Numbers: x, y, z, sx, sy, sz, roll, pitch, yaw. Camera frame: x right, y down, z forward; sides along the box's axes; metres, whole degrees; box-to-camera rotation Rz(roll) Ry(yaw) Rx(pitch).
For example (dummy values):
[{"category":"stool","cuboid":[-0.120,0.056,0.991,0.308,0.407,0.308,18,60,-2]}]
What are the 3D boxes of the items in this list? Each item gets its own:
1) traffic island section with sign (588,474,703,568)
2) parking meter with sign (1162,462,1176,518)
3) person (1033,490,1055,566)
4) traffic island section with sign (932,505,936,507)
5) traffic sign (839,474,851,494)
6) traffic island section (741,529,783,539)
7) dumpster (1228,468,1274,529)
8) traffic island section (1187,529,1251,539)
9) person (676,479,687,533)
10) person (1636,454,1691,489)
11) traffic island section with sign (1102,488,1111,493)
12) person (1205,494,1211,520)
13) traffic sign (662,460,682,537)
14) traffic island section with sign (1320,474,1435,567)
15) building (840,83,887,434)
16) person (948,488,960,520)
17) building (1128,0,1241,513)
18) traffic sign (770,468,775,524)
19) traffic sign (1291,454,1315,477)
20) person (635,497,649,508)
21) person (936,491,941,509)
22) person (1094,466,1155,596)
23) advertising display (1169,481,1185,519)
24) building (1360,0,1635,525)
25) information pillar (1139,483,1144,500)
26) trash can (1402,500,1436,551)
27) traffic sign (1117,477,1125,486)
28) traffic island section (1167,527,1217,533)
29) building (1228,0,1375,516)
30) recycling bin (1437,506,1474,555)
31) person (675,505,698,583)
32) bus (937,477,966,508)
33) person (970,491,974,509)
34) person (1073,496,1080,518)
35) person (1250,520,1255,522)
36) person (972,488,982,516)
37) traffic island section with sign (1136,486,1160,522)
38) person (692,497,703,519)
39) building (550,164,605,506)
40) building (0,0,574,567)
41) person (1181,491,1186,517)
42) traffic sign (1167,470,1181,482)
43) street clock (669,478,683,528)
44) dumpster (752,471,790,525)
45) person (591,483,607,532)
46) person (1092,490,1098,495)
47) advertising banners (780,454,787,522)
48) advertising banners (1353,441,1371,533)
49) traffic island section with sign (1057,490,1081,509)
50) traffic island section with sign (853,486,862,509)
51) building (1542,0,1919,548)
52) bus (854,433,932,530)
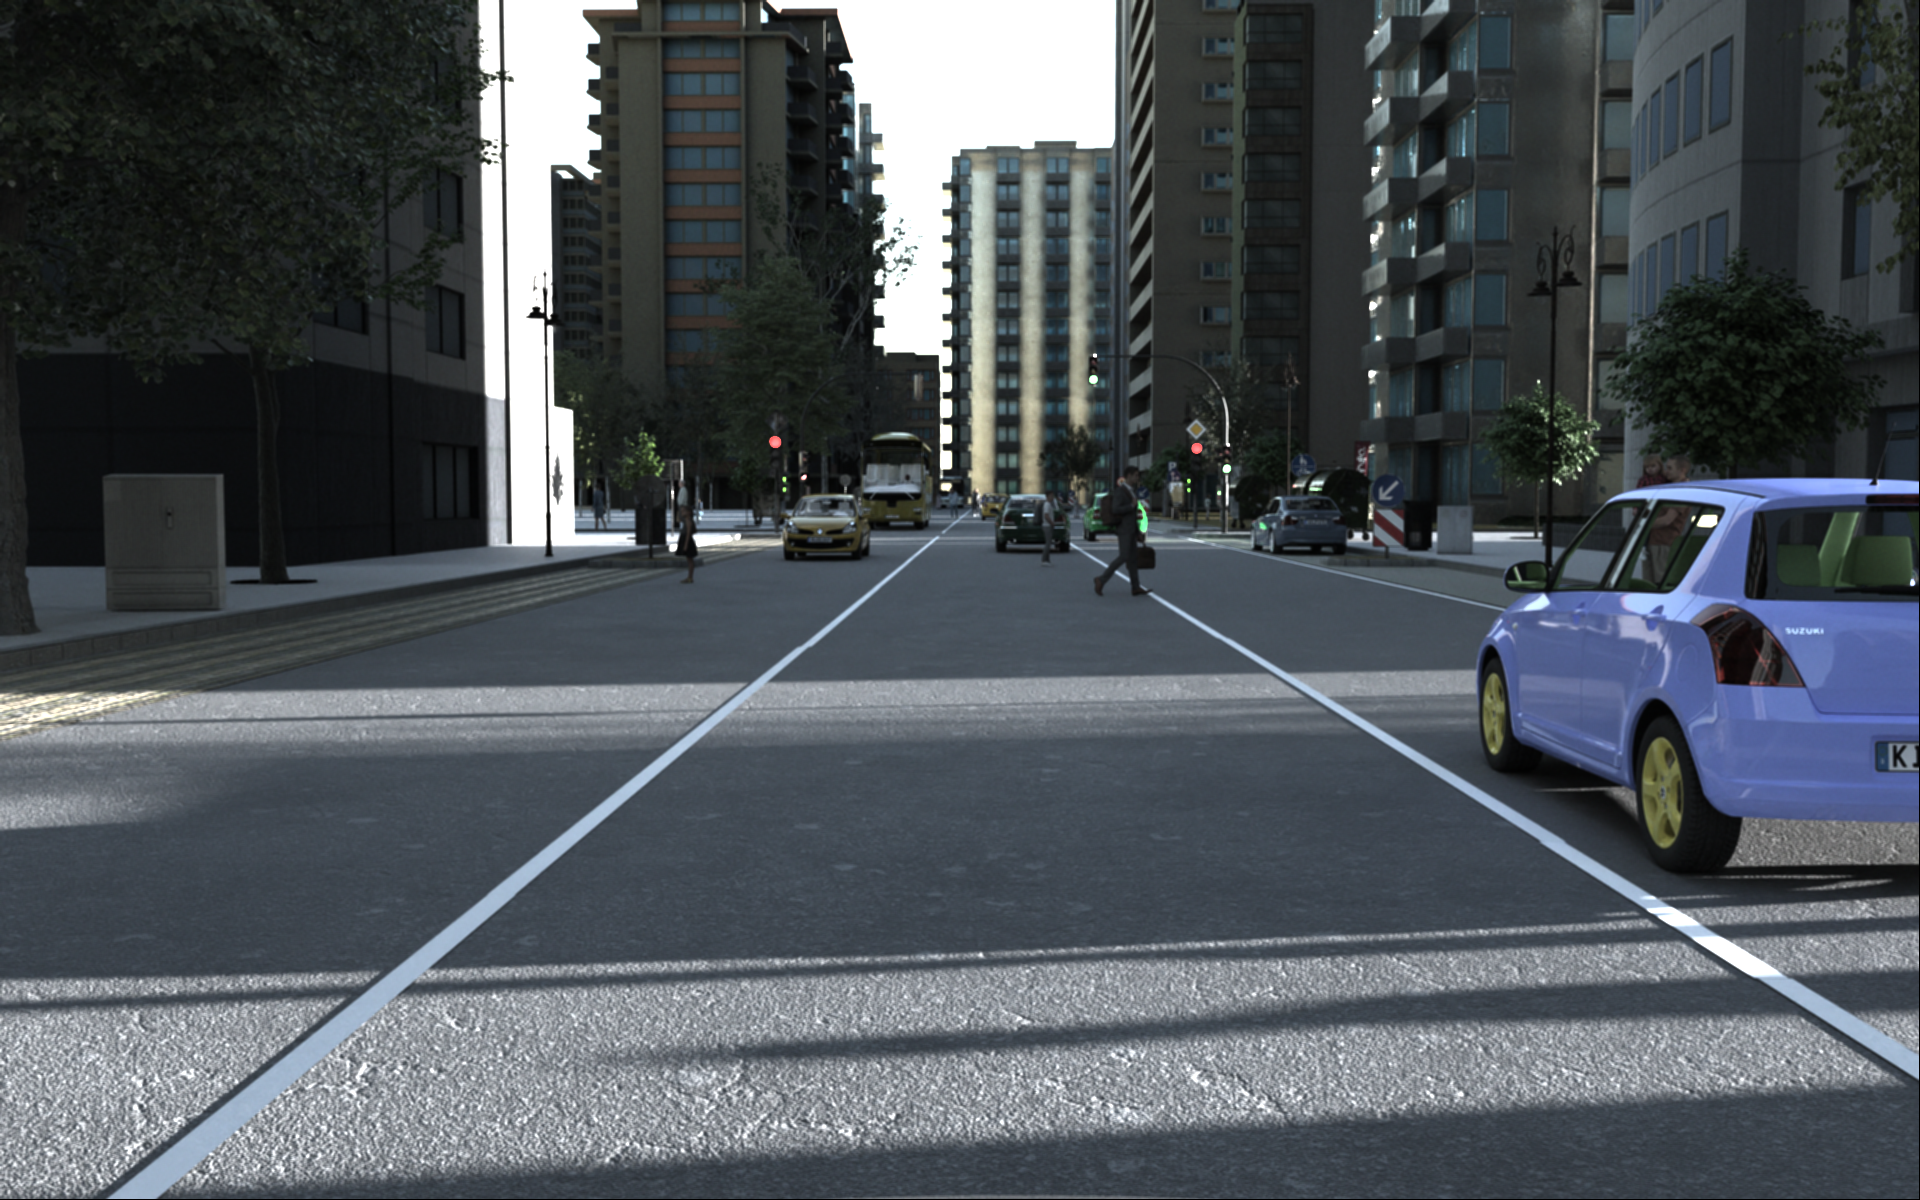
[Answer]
[{"category":"traffic island section with sign","cuboid":[-6.125,-1.556,34.073,1.989,1.847,2.006,0,4,1]},{"category":"parking meter with sign","cuboid":[11.272,-5.952,93.574,0.543,3.016,1.738,0,4,-6]},{"category":"person","cuboid":[1.746,-1.434,34.541,0.523,1.515,0.503,-2,4,-33]},{"category":"traffic island section with sign","cuboid":[-3.347,-11.374,194.600,1.989,1.847,2.006,0,4,1]},{"category":"traffic sign","cuboid":[-7.406,-6.826,111.710,0.768,2.556,0.104,1,4,8]},{"category":"traffic island section","cuboid":[-6.050,-2.128,57.077,2.009,0.180,2.903,0,4,1]},{"category":"dumpster","cuboid":[10.862,-3.808,64.750,1.502,2.255,1.985,0,4,1]},{"category":"traffic island section","cuboid":[8.689,-2.112,56.819,2.009,0.180,2.903,0,4,1]},{"category":"person","cuboid":[-9.139,-3.109,57.359,0.515,1.767,0.782,-1,4,-9]},{"category":"person","cuboid":[6.907,-0.523,17.030,0.580,1.828,0.573,2,4,32]},{"category":"traffic island section with sign","cuboid":[9.728,-6.617,116.809,1.989,1.847,2.006,0,4,1]},{"category":"person","cuboid":[12.303,-4.619,85.845,0.394,1.301,0.425,-3,5,-44]},{"category":"traffic sign","cuboid":[-8.547,-3.016,51.434,0.606,2.300,0.079,1,4,10]},{"category":"traffic island section with sign","cuboid":[8.315,-1.599,34.778,1.989,1.847,2.006,0,4,1]},{"category":"building","cuboid":[-24.071,-35.605,201.747,30.456,49.044,23.786,0,4,1]},{"category":"person","cuboid":[-0.338,-5.371,96.577,0.793,1.790,0.793,-3,5,-42]},{"category":"building","cuboid":[24.021,-30.853,128.147,21.300,48.544,21.600,0,4,1]},{"category":"traffic sign","cuboid":[-8.045,-4.585,74.968,0.884,2.594,0.081,0,4,7]},{"category":"traffic sign","cuboid":[10.868,-3.352,54.917,0.768,2.556,0.104,0,4,6]},{"category":"person","cuboid":[-14.608,-4.478,79.446,0.709,1.800,0.728,-2,4,-30]},{"category":"person","cuboid":[-1.967,-9.336,161.806,0.621,1.740,0.551,-1,4,-8]},{"category":"person","cuboid":[2.323,-0.976,24.427,0.822,1.834,0.622,1,4,14]},{"category":"advertising display","cuboid":[11.049,-5.087,88.394,0.123,1.923,0.974,-3,5,-41]},{"category":"building","cuboid":[34.079,-28.149,79.843,30.456,49.044,23.786,0,4,1]},{"category":"information pillar","cuboid":[12.128,-6.810,115.830,0.304,2.012,0.304,1,4,18]},{"category":"trash can","cuboid":[10.407,-1.692,39.315,0.748,1.137,0.748,0,3,0]},{"category":"traffic sign","cuboid":[11.941,-7.812,127.834,0.768,2.556,0.104,0,4,5]},{"category":"traffic island section","cuboid":[8.827,-2.601,64.803,2.009,0.180,2.903,0,4,1]},{"category":"building","cuboid":[22.912,-20.254,102.861,14.160,30.474,14.107,0,4,1]},{"category":"recycling bin","cuboid":[10.616,-1.502,37.107,0.722,1.027,0.722,1,4,19]},{"category":"person","cuboid":[-4.403,-0.898,27.848,0.373,1.253,0.362,-1,4,-11]},{"category":"bus","cuboid":[-0.864,-11.237,178.582,2.948,3.499,13.247,0,3,0]},{"category":"person","cuboid":[1.135,-9.379,162.652,0.742,1.727,0.445,3,5,40]},{"category":"person","cuboid":[6.979,-5.542,103.386,0.394,1.301,0.425,2,4,33]},{"category":"person","cuboid":[13.246,-4.410,78.491,0.374,1.781,0.599,1,4,17]},{"category":"person","cuboid":[1.118,-6.369,112.812,0.709,1.800,0.728,1,4,11]},{"category":"traffic island section with sign","cuboid":[9.261,-4.940,89.398,1.989,1.847,2.006,0,4,1]},{"category":"person","cuboid":[-13.325,-4.672,87.926,1.012,1.151,0.738,3,5,40]},{"category":"building","cuboid":[-51.835,-30.926,197.514,23.993,40.220,32.217,0,4,1]},{"category":"building","cuboid":[-21.816,-36.726,38.715,20.611,71.187,20.563,0,4,1]},{"category":"person","cuboid":[12.198,-5.511,96.329,0.709,1.800,0.728,1,4,9]},{"category":"traffic sign","cuboid":[11.241,-5.564,91.072,0.768,2.556,0.104,0,4,7]},{"category":"street clock","cuboid":[-10.583,-3.674,64.642,0.471,2.002,0.358,1,4,20]},{"category":"dumpster","cuboid":[-7.902,-4.244,71.889,1.502,2.255,1.985,0,4,1]},{"category":"person","cuboid":[-12.708,-3.211,61.028,0.581,1.822,0.654,-3,5,-43]},{"category":"person","cuboid":[13.073,-9.773,166.627,0.742,1.727,0.445,-1,4,-15]},{"category":"advertising banners","cuboid":[-7.827,-4.914,76.531,0.090,3.025,2.074,-1,4,-15]},{"category":"advertising banners","cuboid":[12.487,-3.729,57.155,2.074,3.025,0.090,0,4,3]},{"category":"traffic island section with sign","cuboid":[10.588,-9.683,166.952,1.989,1.847,2.006,0,4,1]},{"category":"traffic island section with sign","cuboid":[-5.162,-4.956,89.655,1.989,1.847,2.006,0,4,1]},{"category":"building","cuboid":[23.924,-29.856,30.150,21.231,58.520,28.212,0,4,1]},{"category":"bus","cuboid":[-2.594,-4.997,73.241,2.896,3.916,12.252,0,4,1]}]
